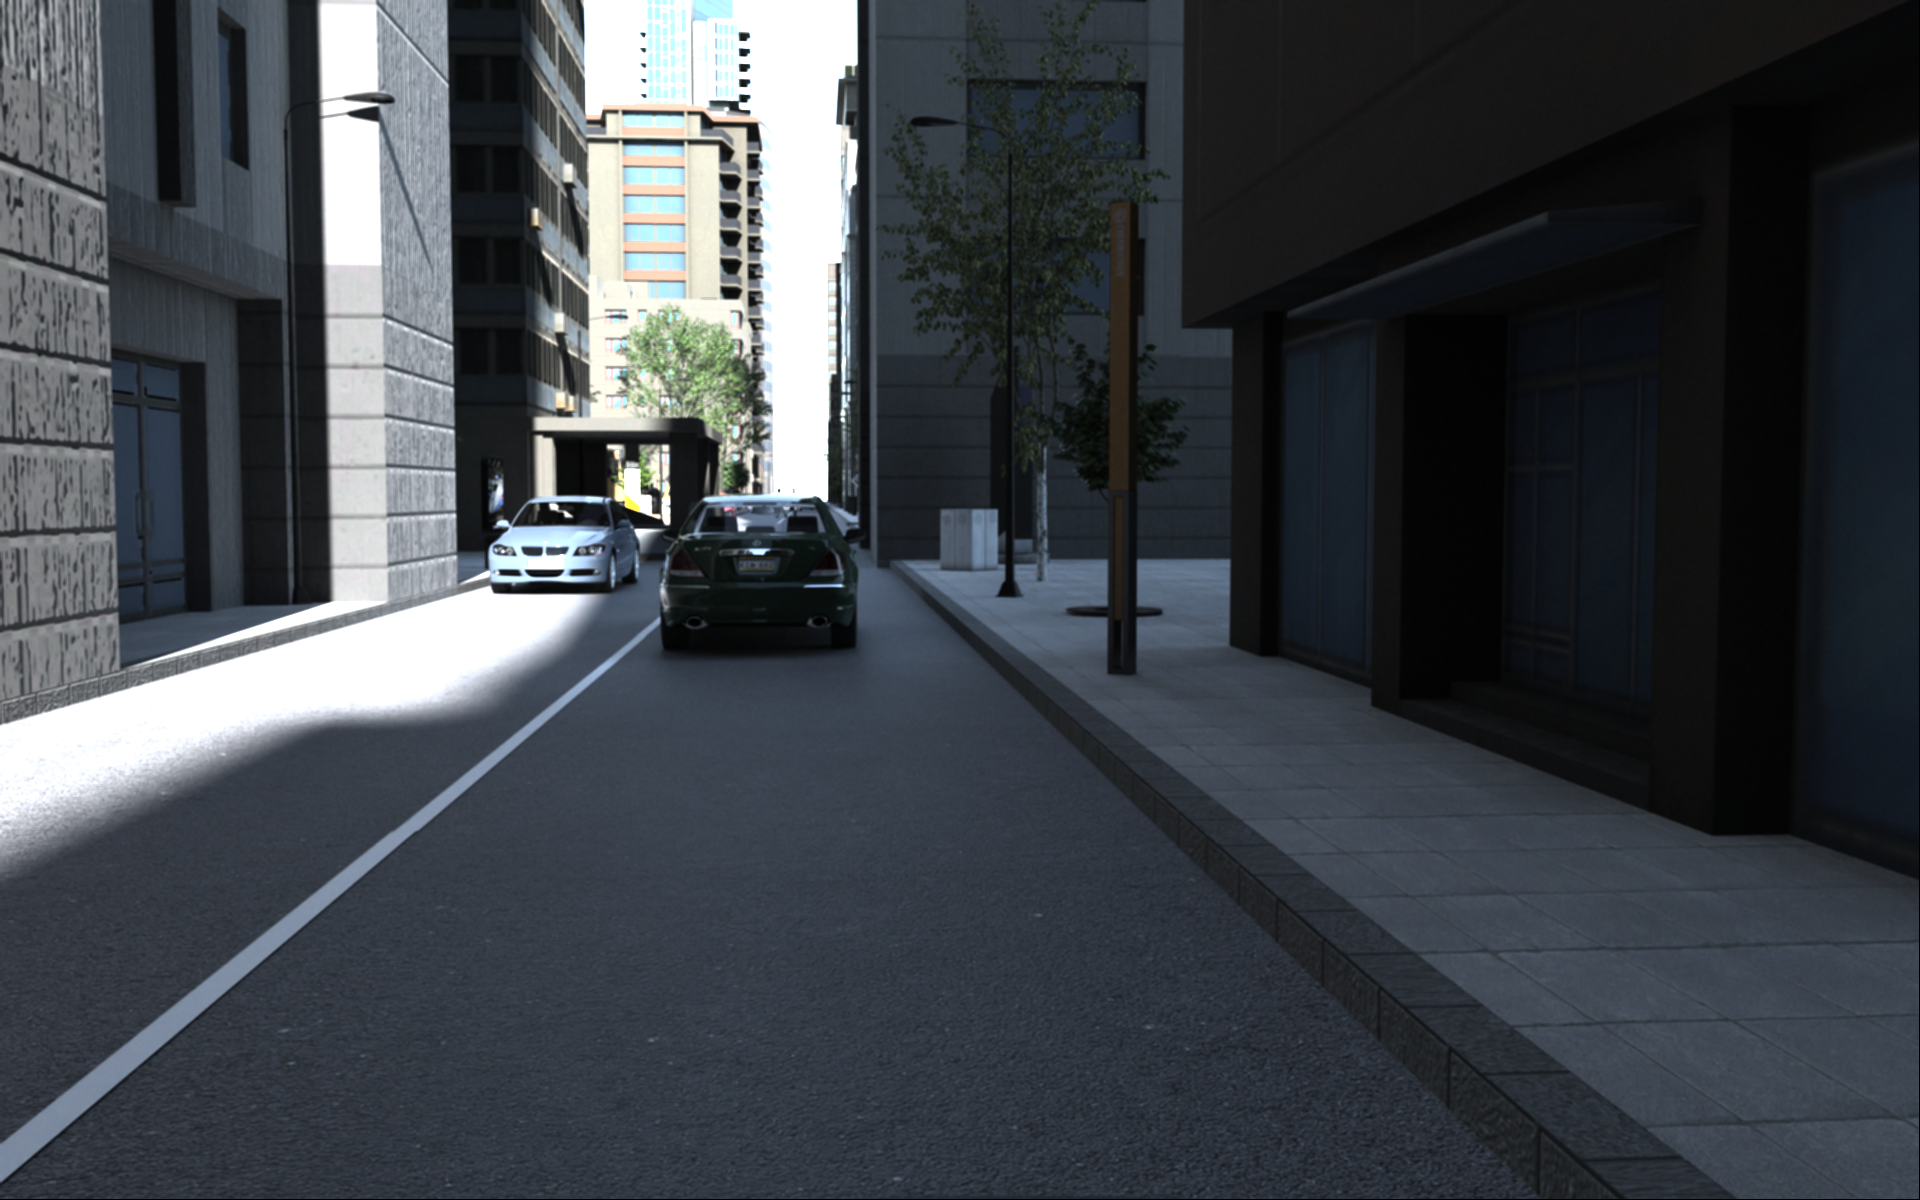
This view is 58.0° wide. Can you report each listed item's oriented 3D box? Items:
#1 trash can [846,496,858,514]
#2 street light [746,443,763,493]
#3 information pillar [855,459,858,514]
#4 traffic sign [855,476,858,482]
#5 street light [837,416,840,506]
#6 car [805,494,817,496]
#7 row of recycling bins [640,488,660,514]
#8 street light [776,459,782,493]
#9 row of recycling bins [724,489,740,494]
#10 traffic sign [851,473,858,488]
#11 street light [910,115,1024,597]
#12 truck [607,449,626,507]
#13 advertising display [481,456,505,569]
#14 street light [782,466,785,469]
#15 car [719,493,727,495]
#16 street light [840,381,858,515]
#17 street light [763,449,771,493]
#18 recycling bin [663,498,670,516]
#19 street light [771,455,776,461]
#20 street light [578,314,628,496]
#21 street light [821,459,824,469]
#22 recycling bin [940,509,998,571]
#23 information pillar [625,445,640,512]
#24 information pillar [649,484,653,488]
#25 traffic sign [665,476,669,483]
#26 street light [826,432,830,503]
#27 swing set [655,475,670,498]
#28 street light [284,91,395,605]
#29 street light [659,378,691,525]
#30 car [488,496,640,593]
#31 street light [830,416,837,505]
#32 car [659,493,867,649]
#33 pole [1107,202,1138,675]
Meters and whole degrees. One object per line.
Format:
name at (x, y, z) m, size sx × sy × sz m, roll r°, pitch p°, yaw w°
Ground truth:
trash can at (-7.037, -6.197, 112.966) m, size 0.748 × 1.137 × 0.748 m, roll 0°, pitch 3°, yaw 0°
street light at (-18.548, -11.134, 154.582) m, size 1.470 × 5.913 × 1.316 m, roll 0°, pitch 4°, yaw -5°
information pillar at (-6.879, -7.523, 114.362) m, size 0.183 × 3.616 × 0.504 m, roll 0°, pitch 4°, yaw -7°
traffic sign at (-3.932, -4.128, 71.131) m, size 0.795 × 2.450 × 0.064 m, roll 0°, pitch 4°, yaw -5°
street light at (-4.728, -6.509, 78.962) m, size 1.470 × 5.913 × 1.316 m, roll 0°, pitch 4°, yaw -5°
car at (-12.575, -8.111, 144.615) m, size 2.014 × 1.417 × 4.499 m, roll 0°, pitch 4°, yaw -5°
row of recycling bins at (-20.394, -6.243, 109.191) m, size 1.069 × 1.692 × 3.534 m, roll 3°, pitch 4°, yaw 37°
street light at (-25.549, -16.204, 237.475) m, size 1.470 × 5.913 × 1.316 m, roll 0°, pitch 4°, yaw -5°
row of recycling bins at (-17.829, -7.804, 134.702) m, size 1.069 × 1.692 × 3.534 m, roll -1°, pitch 4°, yaw -18°
traffic sign at (-4.604, -4.614, 79.088) m, size 0.795 × 2.450 × 0.064 m, roll 0°, pitch 4°, yaw -5°
street light at (0.085, -2.992, 21.463) m, size 1.470 × 5.913 × 1.316 m, roll 0°, pitch 4°, yaw -5°
truck at (-18.085, -4.760, 73.750) m, size 9.791 × 3.379 × 3.469 m, roll 0°, pitch 4°, yaw -3°
advertising display at (-8.101, -1.520, 30.068) m, size 0.123 × 1.923 × 0.974 m, roll 0°, pitch 4°, yaw 2°
street light at (-27.633, -17.712, 262.135) m, size 1.470 × 5.913 × 1.316 m, roll 0°, pitch 4°, yaw -5°
car at (-9.204, -3.373, 64.187) m, size 2.155 × 1.783 × 4.494 m, roll 0°, pitch 4°, yaw -7°
street light at (-4.057, -6.026, 71.071) m, size 1.470 × 5.913 × 1.316 m, roll 0°, pitch 4°, yaw -5°
street light at (-20.676, -12.665, 179.607) m, size 1.470 × 5.913 × 1.316 m, roll 0°, pitch 4°, yaw -5°
recycling bin at (-17.478, -5.591, 103.967) m, size 0.722 × 1.027 × 0.722 m, roll 0°, pitch 4°, yaw 3°
street light at (-22.724, -14.173, 204.269) m, size 1.470 × 5.913 × 1.316 m, roll 0°, pitch 4°, yaw -5°
street light at (-9.256, -4.417, 44.766) m, size 1.470 × 5.913 × 1.316 m, roll 0°, pitch 4°, yaw -5°
street light at (-15.406, -14.251, 205.549) m, size 1.470 × 5.913 × 1.316 m, roll 0°, pitch 4°, yaw -5°
recycling bin at (0.154, -1.020, 29.232) m, size 0.722 × 1.027 × 0.722 m, roll 3°, pitch 5°, yaw 41°
information pillar at (-11.045, -4.105, 58.465) m, size 0.504 × 3.616 × 0.183 m, roll -1°, pitch 4°, yaw -14°
information pillar at (-20.139, -6.612, 112.591) m, size 0.304 × 2.012 × 0.304 m, roll 3°, pitch 5°, yaw 42°
traffic sign at (-11.601, -4.090, 70.507) m, size 0.795 × 2.450 × 0.064 m, roll 0°, pitch 4°, yaw -5°
street light at (-9.062, -9.585, 129.254) m, size 1.470 × 5.913 × 1.316 m, roll 0°, pitch 4°, yaw -5°
swing set at (-20.355, -7.832, 125.675) m, size 2.862 × 2.851 × 3.119 m, roll -1°, pitch 4°, yaw -16°
street light at (-7.221, -2.909, 20.102) m, size 1.470 × 5.913 × 1.316 m, roll 0°, pitch 4°, yaw -5°
street light at (-11.449, -5.925, 69.417) m, size 1.470 × 5.913 × 1.316 m, roll 0°, pitch 4°, yaw -5°
car at (-5.978, -0.889, 26.541) m, size 2.014 × 1.417 × 4.499 m, roll 0°, pitch 4°, yaw -3°
street light at (-6.878, -8.017, 103.616) m, size 1.470 × 5.913 × 1.316 m, roll 0°, pitch 4°, yaw -5°
car at (-1.984, -0.349, 17.509) m, size 2.131 × 1.459 × 4.920 m, roll 0°, pitch 4°, yaw -5°
pole at (1.155, -1.126, 12.261) m, size 0.158 × 3.312 × 0.155 m, roll 0°, pitch 3°, yaw 0°
